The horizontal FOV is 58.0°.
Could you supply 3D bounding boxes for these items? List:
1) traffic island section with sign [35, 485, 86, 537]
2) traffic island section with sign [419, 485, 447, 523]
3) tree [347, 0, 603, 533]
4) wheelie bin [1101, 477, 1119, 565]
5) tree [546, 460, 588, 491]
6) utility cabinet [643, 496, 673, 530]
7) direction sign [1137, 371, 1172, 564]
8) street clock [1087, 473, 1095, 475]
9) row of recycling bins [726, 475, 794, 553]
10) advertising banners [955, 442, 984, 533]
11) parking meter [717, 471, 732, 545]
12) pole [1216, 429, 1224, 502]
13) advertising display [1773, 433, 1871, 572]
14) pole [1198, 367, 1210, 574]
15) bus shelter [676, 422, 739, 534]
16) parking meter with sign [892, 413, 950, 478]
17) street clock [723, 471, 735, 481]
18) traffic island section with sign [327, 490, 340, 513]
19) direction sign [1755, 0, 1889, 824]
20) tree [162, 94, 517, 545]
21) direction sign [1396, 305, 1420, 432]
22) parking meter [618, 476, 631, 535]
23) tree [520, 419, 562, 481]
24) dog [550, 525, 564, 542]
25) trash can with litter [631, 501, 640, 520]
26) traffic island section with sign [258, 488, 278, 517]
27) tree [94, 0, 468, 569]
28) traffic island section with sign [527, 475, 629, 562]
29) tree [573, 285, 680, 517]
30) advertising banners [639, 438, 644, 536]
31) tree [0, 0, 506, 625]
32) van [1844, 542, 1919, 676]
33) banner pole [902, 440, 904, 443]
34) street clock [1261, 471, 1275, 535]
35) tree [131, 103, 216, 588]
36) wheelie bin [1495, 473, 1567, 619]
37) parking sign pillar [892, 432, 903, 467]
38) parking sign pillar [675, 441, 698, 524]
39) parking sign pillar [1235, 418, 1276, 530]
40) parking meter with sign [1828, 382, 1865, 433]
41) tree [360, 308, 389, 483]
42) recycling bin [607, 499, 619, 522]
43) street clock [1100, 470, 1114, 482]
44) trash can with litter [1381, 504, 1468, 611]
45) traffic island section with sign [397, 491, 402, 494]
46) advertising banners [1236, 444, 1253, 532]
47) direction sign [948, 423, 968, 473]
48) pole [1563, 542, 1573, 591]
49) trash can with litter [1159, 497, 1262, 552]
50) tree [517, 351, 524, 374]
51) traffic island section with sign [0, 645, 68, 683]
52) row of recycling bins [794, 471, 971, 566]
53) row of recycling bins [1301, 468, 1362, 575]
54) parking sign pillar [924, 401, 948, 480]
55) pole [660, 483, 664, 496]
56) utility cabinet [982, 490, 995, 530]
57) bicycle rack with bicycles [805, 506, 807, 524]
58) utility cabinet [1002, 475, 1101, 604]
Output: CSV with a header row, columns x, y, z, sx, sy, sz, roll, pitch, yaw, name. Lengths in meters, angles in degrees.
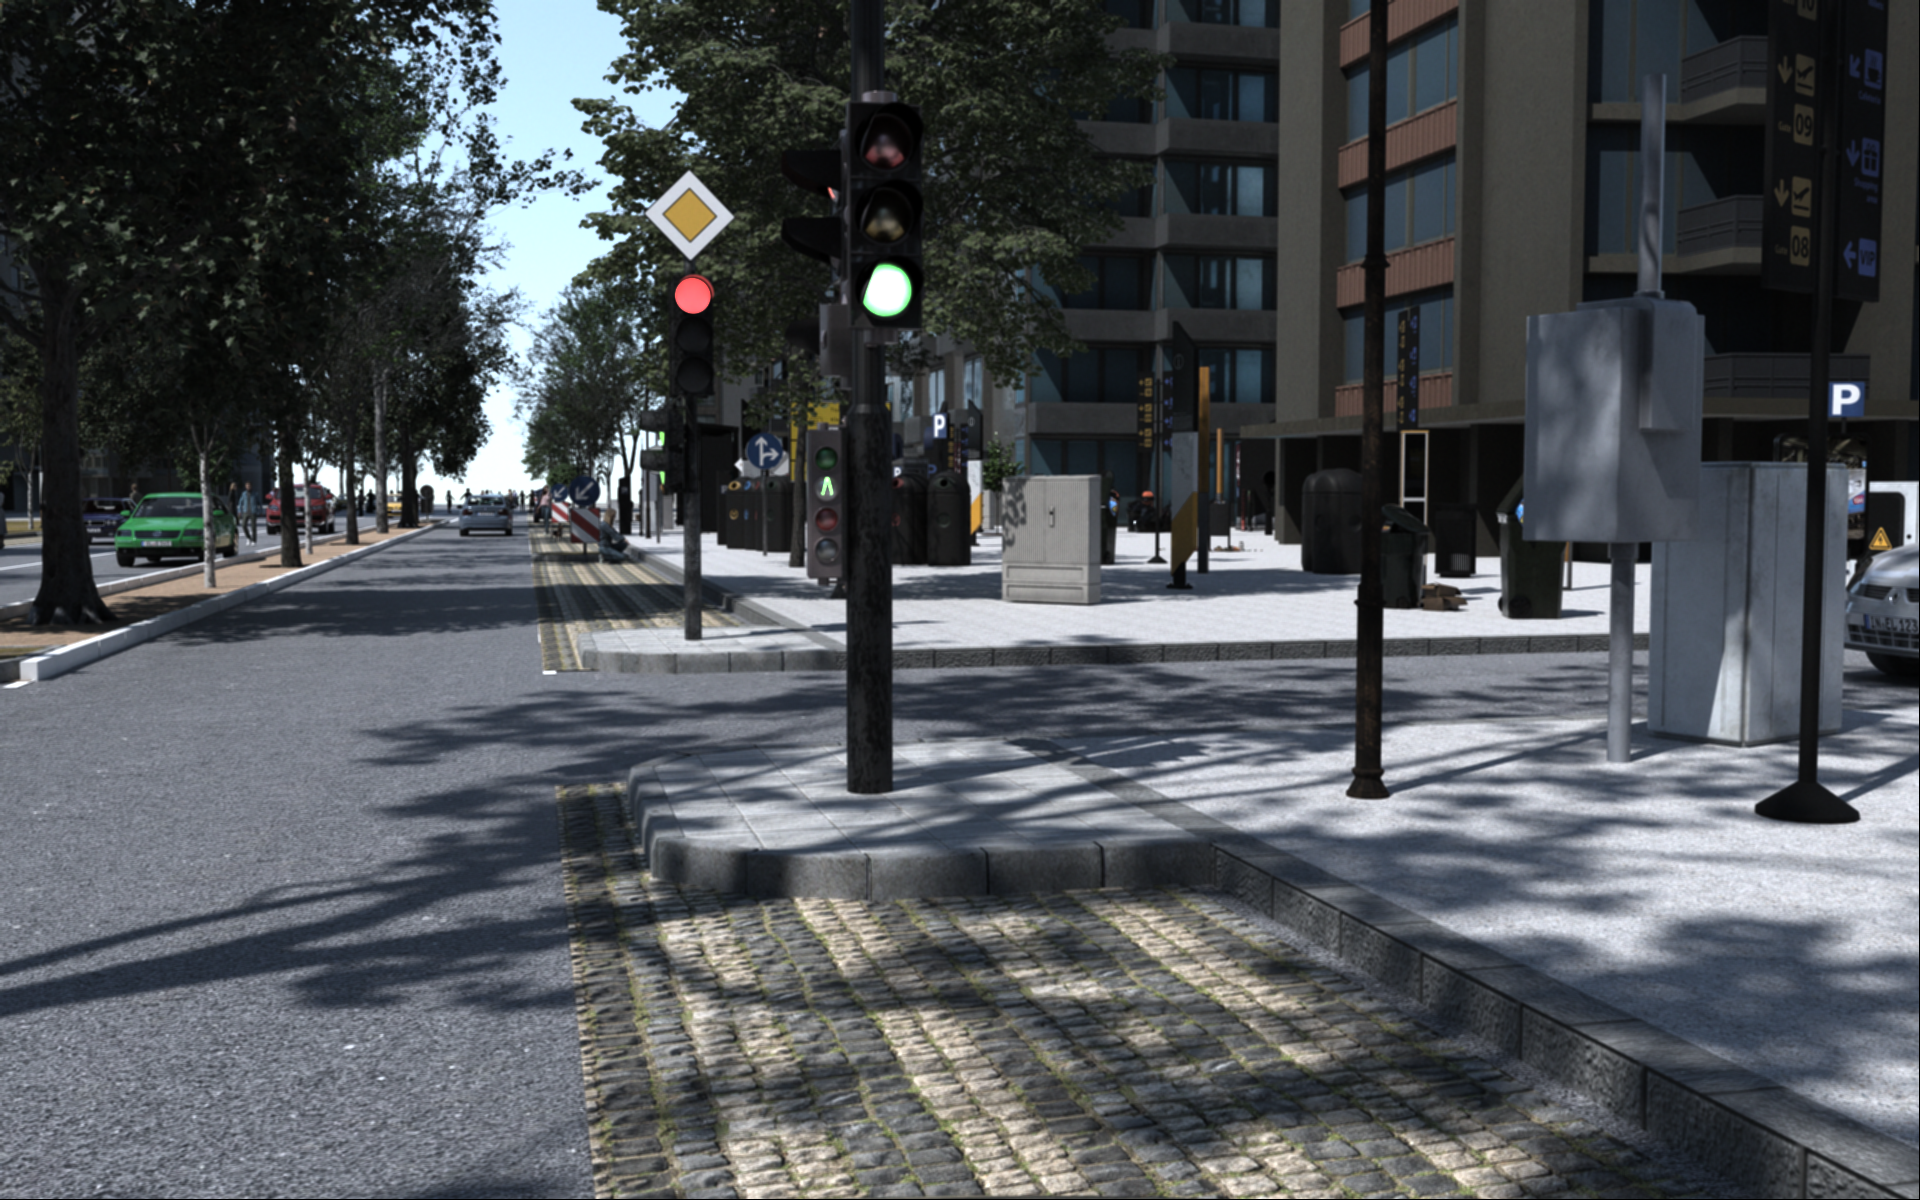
x,y,z,sx,sy,sz,roll,pitch,yaw,name
-30.294,-3.093,59.205,1.989,1.847,2.006,-1,4,-14,traffic island section with sign
-26.599,-4.781,86.305,2.006,1.907,1.989,-1,4,-14,traffic island section with sign
-19.527,-12.429,61.566,12.611,20.169,13.585,0,3,0,tree
2.462,-1.444,31.513,0.980,1.594,0.693,2,4,26,wheelie bin
-42.176,-12.224,183.581,4.285,4.588,4.351,0,3,0,tree
-10.851,-3.127,62.291,1.020,1.237,0.306,-1,4,-22,utility cabinet
3.660,-2.449,32.031,0.876,3.537,0.379,3,4,36,direction sign
4.596,-3.445,60.902,0.358,2.002,0.471,1,4,16,street clock
-4.429,-1.984,39.547,1.069,1.692,3.534,-2,4,-26,row of recycling bins
0.274,-3.775,57.914,0.090,3.025,2.074,-2,4,-27,advertising banners
-5.920,-2.321,43.661,0.399,1.863,0.255,-1,4,-11,parking meter
8.107,-3.678,53.979,0.158,3.312,0.155,0,3,0,pole
9.123,-0.805,18.378,0.974,1.923,0.123,0,4,0,advertising display
3.928,-2.082,27.880,0.158,3.312,0.155,0,3,0,pole
-8.655,-4.142,59.000,1.731,3.624,6.357,-1,4,-14,bus shelter
-1.077,-2.486,36.900,1.738,3.016,0.543,-3,4,-36,parking meter with sign
-7.248,-3.037,54.221,0.358,2.002,0.471,1,4,17,street clock
-49.064,-7.661,133.881,1.989,1.847,2.006,-1,4,-14,traffic island section with sign
3.379,-0.906,6.806,0.876,3.537,0.379,-3,4,-37,direction sign
-17.139,-8.291,48.380,12.009,13.543,11.850,0,3,0,tree
5.492,-1.792,21.296,0.379,3.537,0.876,0,4,-1,direction sign
-10.601,-2.997,54.713,0.399,1.863,0.255,0,4,-6,parking meter
-55.429,-19.298,233.652,7.486,12.596,7.792,0,3,0,tree
-12.096,-1.999,51.975,0.540,0.507,0.406,0,4,6,dog
-16.052,-4.503,85.006,1.055,1.170,0.624,0,4,-5,trash can with litter
-42.481,-6.060,107.705,1.989,1.847,2.006,-1,4,-14,traffic island section with sign
-13.147,-6.436,33.434,9.928,11.665,9.643,0,3,0,tree
-8.169,-1.741,37.092,1.989,1.847,2.006,-1,4,-14,traffic island section with sign
-21.251,-11.518,98.683,12.009,13.543,11.850,0,3,0,tree
-9.815,-3.497,53.370,0.090,3.025,2.074,0,4,-8,advertising banners
-9.911,-6.076,18.801,9.611,12.733,9.660,0,3,0,tree
8.883,-0.383,13.270,4.112,2.044,2.013,-1,4,-13,van
-2.709,-4.945,70.870,0.863,3.779,0.401,0,4,-6,banner pole
9.665,-3.033,54.162,0.471,2.002,0.358,-1,4,-12,street clock
-11.334,-4.467,25.861,4.360,8.622,3.978,0,3,0,tree
5.965,-0.618,18.014,0.693,1.594,0.980,0,4,8,wheelie bin
-2.196,-4.111,55.683,1.447,3.967,1.447,1,4,12,parking sign pillar
-11.733,-5.324,75.519,1.447,3.967,1.447,1,4,10,parking sign pillar
10.572,-4.487,61.833,1.447,3.967,1.447,0,4,-1,parking sign pillar
13.943,-1.929,27.807,0.543,3.016,1.738,1,4,13,parking meter with sign
-15.315,-5.360,40.461,4.360,8.622,3.978,0,3,0,tree
-16.138,-4.205,81.301,0.722,1.027,0.722,0,4,5,recycling bin
4.408,-2.902,52.019,0.358,2.002,0.471,3,5,40,street clock
5.165,-0.487,19.344,0.624,1.170,1.055,-3,5,-44,trash can with litter
-69.317,-12.591,214.487,1.989,1.847,2.006,-1,4,-14,traffic island section with sign
9.805,-3.890,59.792,0.090,3.025,2.074,0,4,-6,advertising banners
-0.081,-3.891,55.616,0.876,3.537,0.379,0,4,2,direction sign
8.049,-1.781,22.960,0.158,3.312,0.155,0,3,0,pole
5.570,-1.717,39.131,2.233,1.210,1.678,3,4,38,trash can with litter
-23.241,-9.359,72.486,9.611,12.733,9.660,0,3,0,tree
-8.270,-0.324,13.428,2.006,1.907,1.989,-1,4,-14,traffic island section with sign
-1.302,-1.515,31.881,3.534,1.692,1.069,2,4,34,row of recycling bins
6.265,-1.353,29.229,1.069,1.692,3.534,0,4,7,row of recycling bins
-0.691,-3.746,49.716,1.447,3.967,1.447,1,4,12,parking sign pillar
-14.910,-5.681,86.723,0.158,3.312,0.155,0,3,0,pole
0.690,-3.268,62.108,1.173,1.500,0.318,3,4,38,utility cabinet
-6.080,-3.696,73.809,2.852,0.926,2.925,-3,4,-39,bicycle rack with bicycles
1.059,-0.709,20.274,1.173,1.500,0.318,2,4,33,utility cabinet
